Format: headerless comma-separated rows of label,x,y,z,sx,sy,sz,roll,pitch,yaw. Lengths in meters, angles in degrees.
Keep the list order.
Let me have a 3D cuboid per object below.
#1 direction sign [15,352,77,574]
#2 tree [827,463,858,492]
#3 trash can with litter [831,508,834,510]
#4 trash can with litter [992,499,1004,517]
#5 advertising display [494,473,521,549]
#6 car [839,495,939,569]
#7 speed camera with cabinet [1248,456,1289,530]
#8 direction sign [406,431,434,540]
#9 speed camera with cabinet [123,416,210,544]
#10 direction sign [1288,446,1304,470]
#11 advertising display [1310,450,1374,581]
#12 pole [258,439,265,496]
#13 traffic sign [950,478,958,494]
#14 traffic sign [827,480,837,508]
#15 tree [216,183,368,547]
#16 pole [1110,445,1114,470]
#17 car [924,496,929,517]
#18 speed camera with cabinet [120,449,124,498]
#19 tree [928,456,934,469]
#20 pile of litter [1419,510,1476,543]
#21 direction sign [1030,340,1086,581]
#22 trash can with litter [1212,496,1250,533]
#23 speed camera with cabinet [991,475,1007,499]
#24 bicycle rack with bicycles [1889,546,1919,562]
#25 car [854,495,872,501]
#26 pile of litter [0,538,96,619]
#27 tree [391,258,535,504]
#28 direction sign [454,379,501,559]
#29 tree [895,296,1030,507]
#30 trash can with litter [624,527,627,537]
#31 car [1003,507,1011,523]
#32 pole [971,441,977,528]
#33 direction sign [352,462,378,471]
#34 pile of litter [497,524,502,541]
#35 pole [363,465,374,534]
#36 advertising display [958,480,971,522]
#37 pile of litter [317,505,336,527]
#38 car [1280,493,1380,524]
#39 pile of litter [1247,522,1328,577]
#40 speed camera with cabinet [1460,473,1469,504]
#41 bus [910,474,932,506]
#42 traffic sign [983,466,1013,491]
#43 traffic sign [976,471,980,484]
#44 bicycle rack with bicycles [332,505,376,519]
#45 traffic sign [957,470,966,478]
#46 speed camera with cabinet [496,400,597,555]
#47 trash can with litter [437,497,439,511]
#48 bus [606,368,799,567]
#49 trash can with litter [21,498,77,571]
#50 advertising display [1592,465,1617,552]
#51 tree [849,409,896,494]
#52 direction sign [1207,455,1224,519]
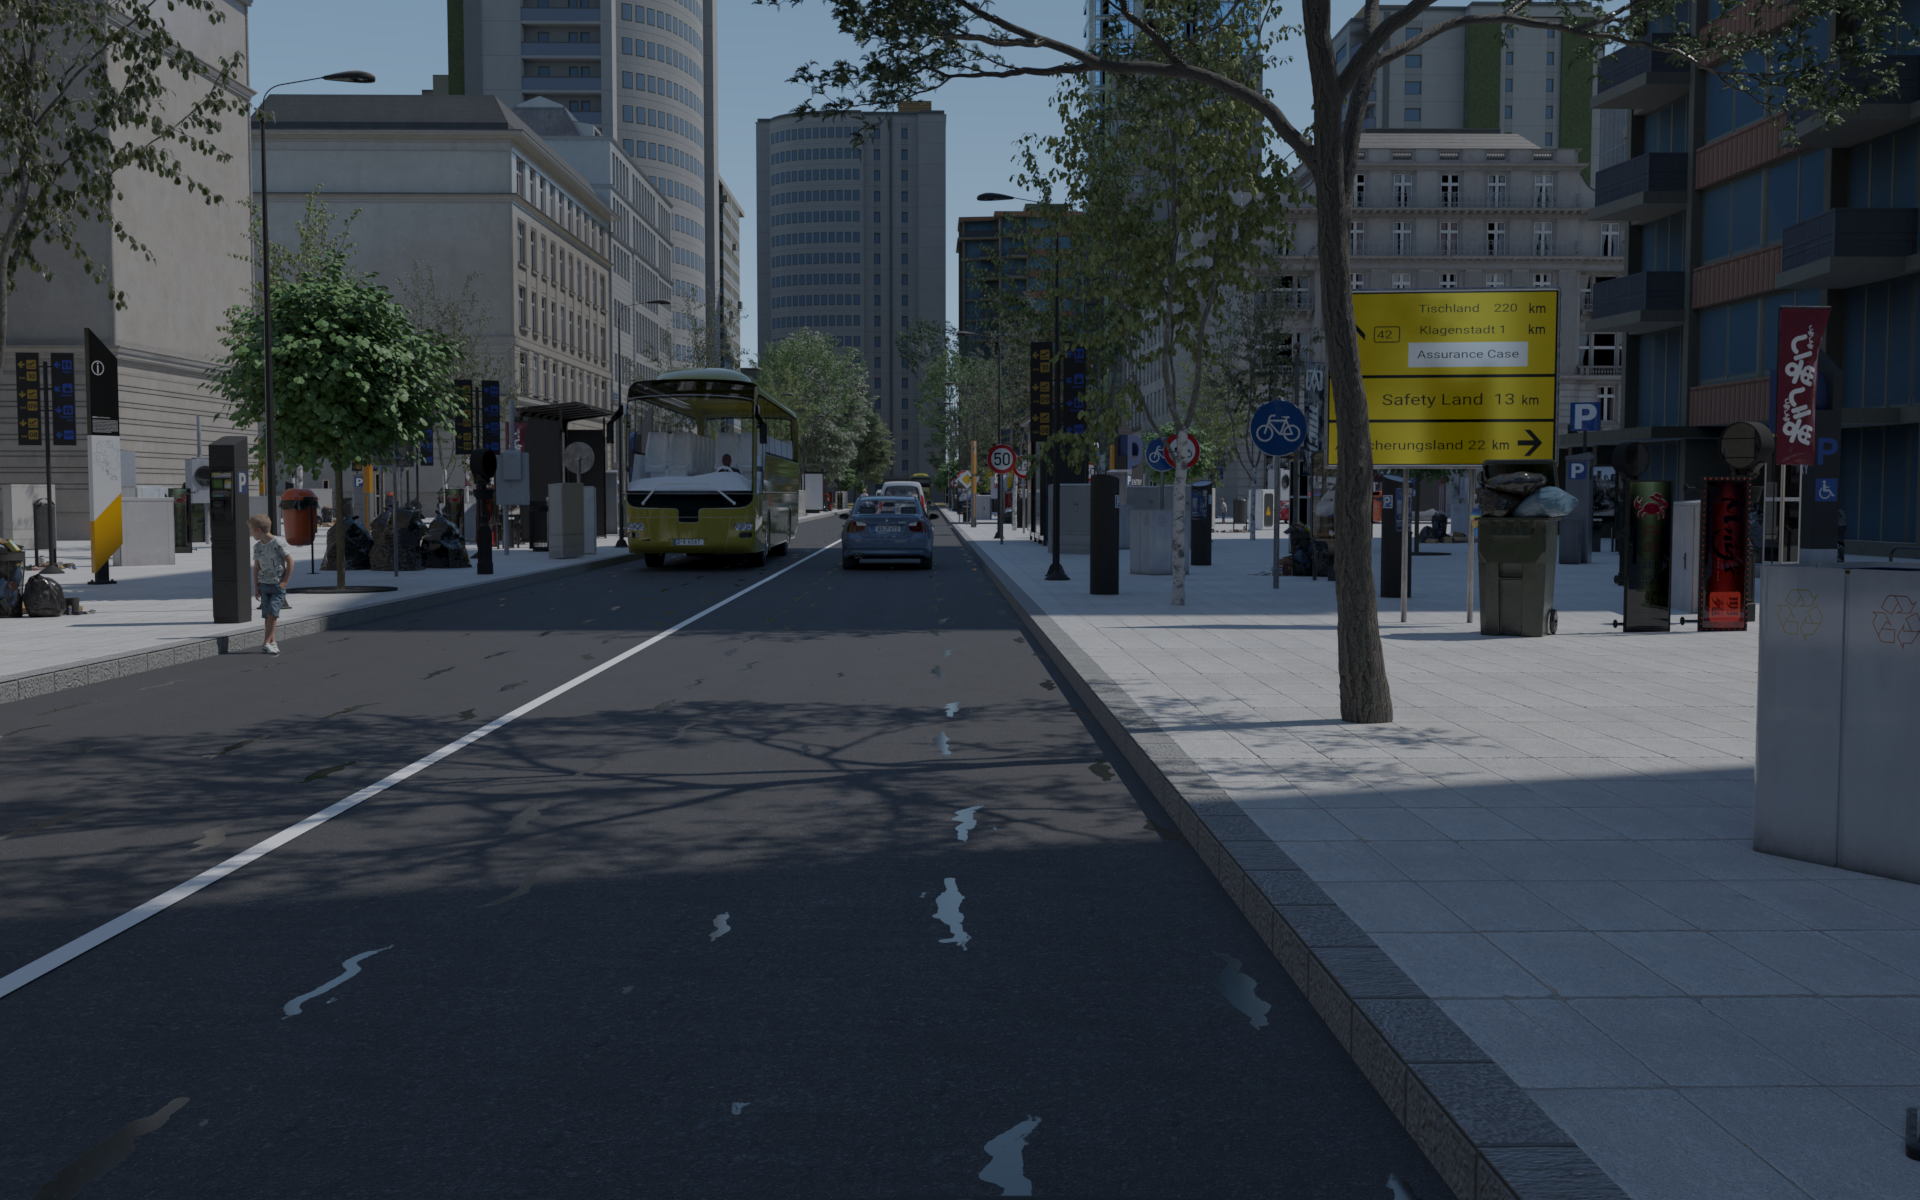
direction sign,-14.639,-2.190,27.808,0.876,3.537,0.379,0,4,-7
tree,-11.561,-11.376,169.712,4.285,4.588,4.351,0,3,0
trash can with litter,-10.811,-7.737,137.553,2.233,1.210,1.678,3,4,39
trash can with litter,3.093,-5.474,100.560,2.233,1.210,1.678,1,4,21
advertising display,-10.623,-2.169,40.675,0.123,1.923,0.974,1,4,18
car,-1.415,-1.366,34.333,2.014,1.417,4.499,0,4,-1
speed camera with cabinet,11.073,-4.135,61.938,0.660,3.252,2.038,3,4,39
direction sign,-15.025,-3.422,47.948,0.876,3.537,0.379,-1,4,-12
speed camera with cabinet,-19.688,-2.999,43.377,2.038,3.252,0.660,-3,5,-41
direction sign,16.042,-5.526,82.345,0.876,3.537,0.379,1,4,11
advertising display,5.600,-1.237,25.438,0.974,1.923,0.123,3,5,41
pole,-25.955,-4.315,64.396,0.158,3.312,0.155,0,3,0
traffic sign,-0.413,-8.503,139.124,0.768,2.556,0.104,0,4,3
traffic sign,-10.251,-8.508,139.106,0.884,2.594,0.081,0,4,4
tree,-15.940,-5.590,41.756,4.737,8.622,4.395,0,3,0
pole,6.337,-4.780,71.997,0.158,3.312,0.155,0,3,0
car,-2.579,-5.274,96.023,2.009,1.686,4.222,0,3,0
speed camera with cabinet,-29.718,-4.080,61.049,0.660,3.252,2.038,3,5,42
tree,-1.623,-16.463,219.534,4.360,8.622,3.978,0,3,0
pile of litter,12.788,-1.929,45.510,1.719,0.858,1.176,0,4,-7
direction sign,1.455,-2.064,25.750,0.876,3.537,0.379,2,4,24
trash can with litter,8.946,-2.853,57.700,2.233,1.210,1.678,-2,4,-24
speed camera with cabinet,2.361,-5.610,86.063,0.660,3.252,2.038,3,5,40
bicycle rack with bicycles,13.250,-0.529,22.035,2.852,0.926,2.925,-1,4,-11
car,-7.651,-7.896,141.671,1.945,1.354,3.894,0,4,-2
pile of litter,-10.074,-0.257,18.162,1.719,0.858,1.176,-1,4,-13
tree,-16.058,-6.314,53.600,4.360,8.622,3.978,0,3,0
direction sign,-9.574,-2.595,34.426,0.876,3.537,0.379,-2,4,-27
tree,0.517,-18.895,164.825,12.611,20.169,13.585,0,3,0
trash can with litter,-9.582,-2.451,51.464,1.055,1.170,0.624,-1,4,-12
car,3.951,-4.146,77.570,4.222,1.686,2.009,0,3,0
pole,0.523,-4.433,66.321,0.158,3.312,0.155,0,3,0
direction sign,-20.405,-4.122,59.388,0.876,3.537,0.379,0,4,0
pile of litter,-12.704,-2.102,48.325,1.176,0.858,1.719,0,4,3
pole,-12.987,-2.701,37.997,0.158,3.312,0.155,0,3,0
advertising display,0.303,-4.539,79.419,0.974,1.923,0.123,3,4,38
pile of litter,-24.677,-3.290,67.764,1.719,0.858,1.176,-1,4,-17
car,16.117,-4.081,75.757,4.494,1.783,2.155,0,4,-1
pile of litter,5.427,-0.816,27.300,1.719,0.858,1.176,3,4,38
speed camera with cabinet,33.518,-7.456,116.240,0.660,3.252,2.038,-2,4,-28
bus,-4.735,-13.210,207.526,2.896,3.916,12.252,0,4,-1
traffic sign,2.836,-8.144,127.023,2.265,3.308,0.079,0,4,5
traffic sign,0.767,-5.470,89.433,0.884,2.594,0.081,0,4,2
bicycle rack with bicycles,-28.056,-4.149,81.219,2.925,0.926,2.852,-1,4,-10
traffic sign,0.238,-5.673,92.855,0.768,2.556,0.104,0,3,0
speed camera with cabinet,-8.753,-2.588,36.653,2.038,3.252,0.660,-1,4,-13
trash can with litter,-23.561,-4.169,79.557,1.055,1.170,0.624,3,5,41
bus,-5.125,-2.805,37.403,2.896,3.916,12.252,0,4,-2
trash can with litter,-15.835,-1.117,29.323,1.678,1.210,2.233,0,4,5
advertising display,14.023,-2.029,38.381,0.974,1.923,0.123,1,4,19
tree,-11.954,-18.937,227.739,7.486,12.596,7.792,0,3,0
direction sign,13.407,-6.054,90.987,0.876,3.537,0.379,2,4,27
